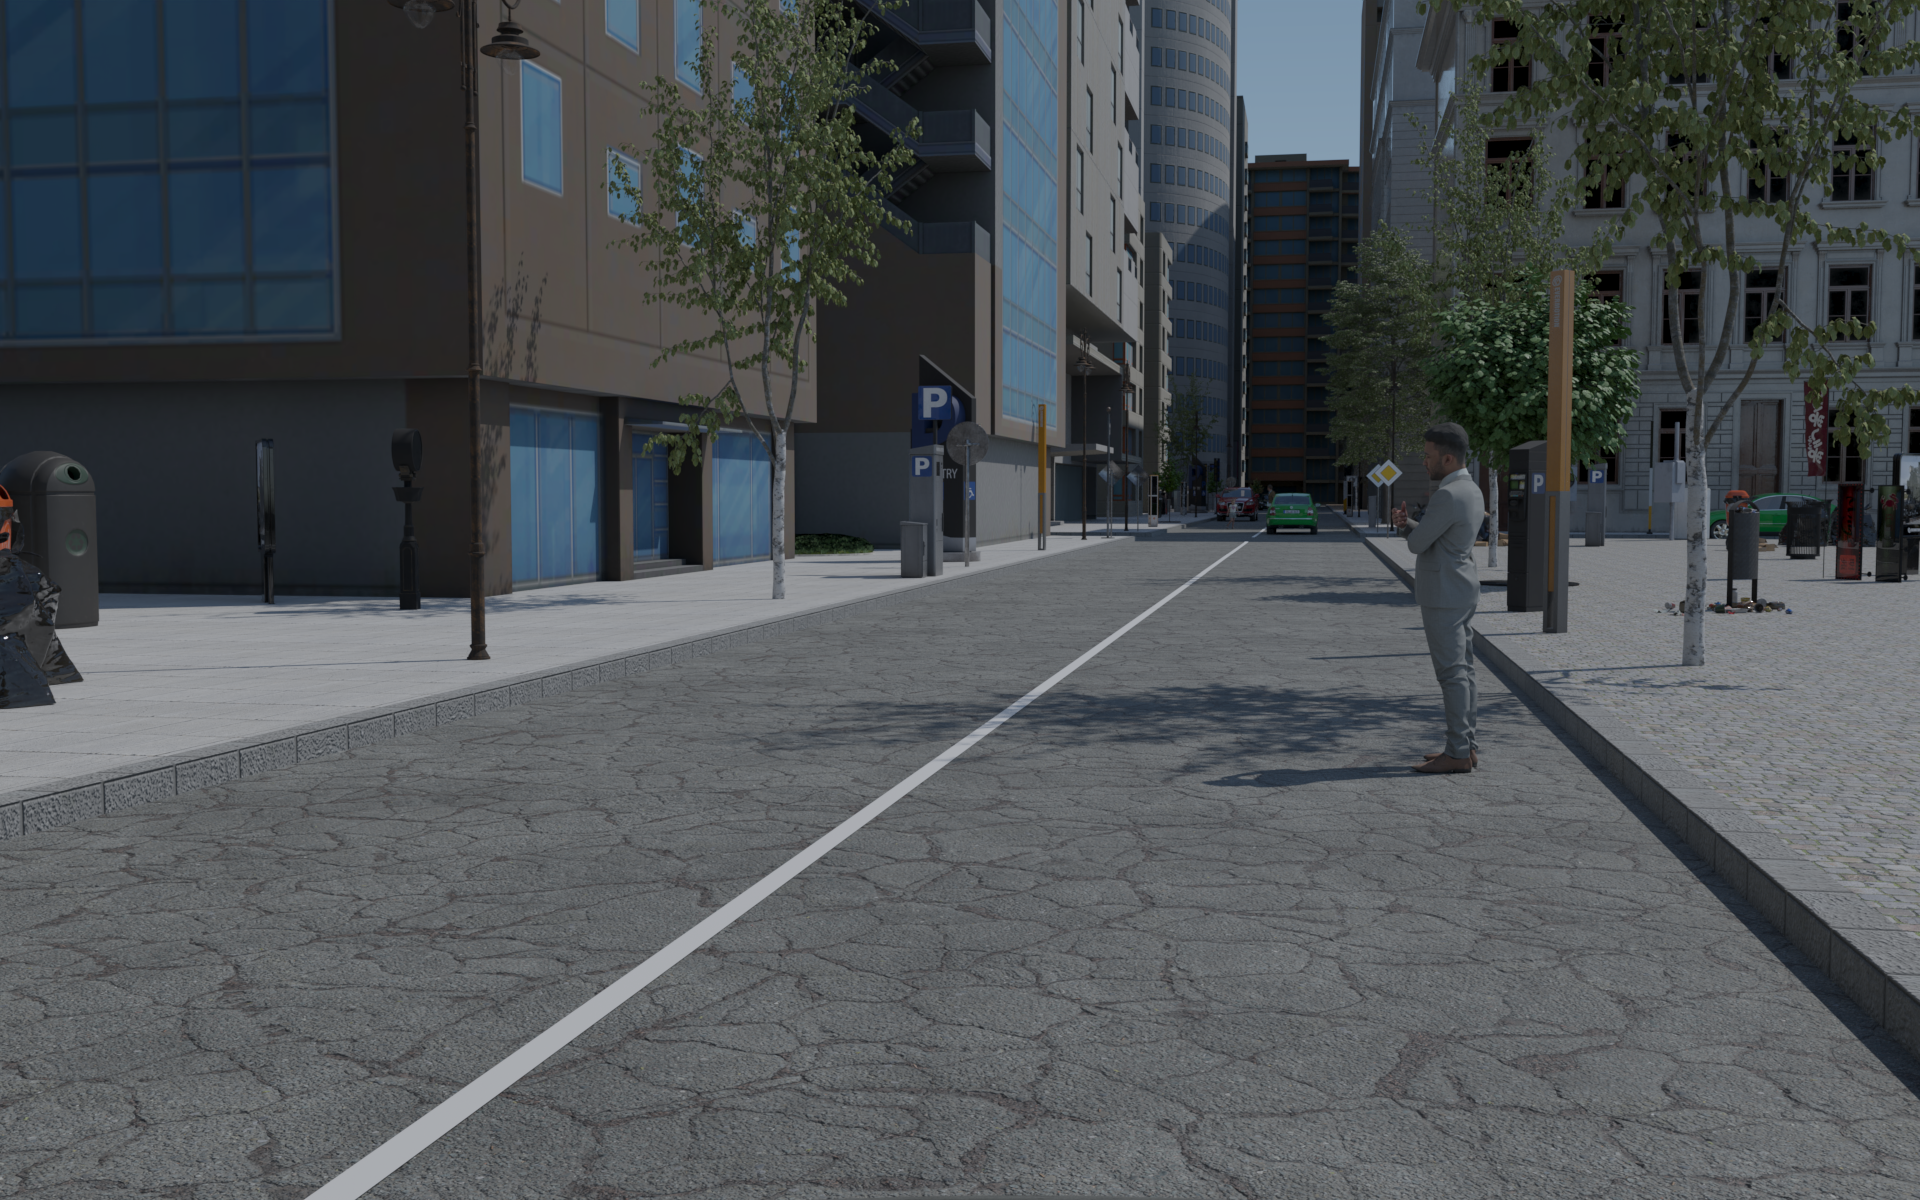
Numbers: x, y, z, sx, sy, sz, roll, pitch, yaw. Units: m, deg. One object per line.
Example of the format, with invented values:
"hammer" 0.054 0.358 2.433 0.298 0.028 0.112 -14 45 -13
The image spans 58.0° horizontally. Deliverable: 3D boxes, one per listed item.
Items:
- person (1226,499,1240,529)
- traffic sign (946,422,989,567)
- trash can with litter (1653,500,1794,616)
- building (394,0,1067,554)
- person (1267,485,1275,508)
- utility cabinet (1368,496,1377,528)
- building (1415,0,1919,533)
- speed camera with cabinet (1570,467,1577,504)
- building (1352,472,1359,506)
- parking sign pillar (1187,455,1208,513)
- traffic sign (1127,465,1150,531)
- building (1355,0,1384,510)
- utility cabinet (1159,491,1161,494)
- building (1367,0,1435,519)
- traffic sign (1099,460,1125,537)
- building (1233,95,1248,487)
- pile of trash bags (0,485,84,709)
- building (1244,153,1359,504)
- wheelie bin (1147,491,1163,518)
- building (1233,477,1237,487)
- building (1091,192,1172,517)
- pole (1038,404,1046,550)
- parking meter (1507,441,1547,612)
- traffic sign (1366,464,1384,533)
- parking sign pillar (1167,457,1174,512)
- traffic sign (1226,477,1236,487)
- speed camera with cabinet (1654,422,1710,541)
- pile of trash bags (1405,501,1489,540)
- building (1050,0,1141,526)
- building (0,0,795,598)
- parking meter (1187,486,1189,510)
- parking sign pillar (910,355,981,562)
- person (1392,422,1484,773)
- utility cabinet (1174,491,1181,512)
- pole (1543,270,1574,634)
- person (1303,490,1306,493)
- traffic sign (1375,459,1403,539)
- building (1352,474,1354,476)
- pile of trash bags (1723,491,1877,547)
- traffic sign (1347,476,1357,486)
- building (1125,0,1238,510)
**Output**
"person" 11.165 -3.503 70.794 0.505 1.210 0.382 -1 4 -16
"traffic sign" 0.123 -1.859 30.501 0.768 2.556 0.104 1 4 12
"trash can with litter" 8.299 -0.489 19.050 2.233 1.210 1.678 -3 4 -36
"building" -5.100 -24.253 46.645 14.200 45.320 14.600 1 4 11
"person" 13.696 -4.141 76.122 0.836 1.842 0.656 -3 5 -39
"utility cabinet" 15.912 -3.407 66.862 0.306 1.237 1.020 1 4 13
"building" 27.126 -13.743 60.855 21.152 22.565 11.583 1 4 11
"speed camera with cabinet" 18.835 -3.771 55.995 2.038 3.252 0.660 1 4 11
"building" 53.646 -46.026 190.771 20.563 71.187 20.611 1 4 11
"parking sign pillar" 15.886 -7.796 115.941 1.447 3.967 1.447 -2 4 -34
"traffic sign" 6.107 -3.408 59.359 0.795 2.450 0.064 1 4 11
"building" 40.687 -30.296 145.443 14.600 45.320 14.200 1 4 11
"utility cabinet" 15.132 -7.641 133.602 1.173 1.500 0.318 -1 4 -18
"building" 28.601 -19.436 95.275 11.434 29.767 29.804 1 4 11
"traffic sign" 4.510 -2.929 51.534 0.795 2.450 0.064 1 4 11
"building" 21.674 -35.116 197.855 21.600 48.544 21.300 1 4 11
"pile of trash bags" -6.823 -0.104 11.459 1.912 1.369 3.447 -1 4 -18
"building" 40.981 -34.956 226.149 28.867 44.769 22.147 1 4 11
"wheelie bin" 10.453 -5.206 93.019 0.693 1.594 0.980 2 4 25
"building" 11.714 -29.599 175.818 32.217 40.220 23.993 1 4 11
"building" -1.382 -16.320 111.867 27.650 21.520 28.899 1 4 11
"pole" 1.867 -2.784 39.366 0.158 3.312 0.155 0 3 0
"parking meter" 6.184 -0.806 18.892 0.399 1.863 0.255 -2 4 -35
"traffic sign" 13.936 -3.309 57.746 0.795 2.450 0.064 1 4 11
"parking sign pillar" 14.930 -8.407 125.922 1.447 3.967 1.447 -1 4 -20
"traffic sign" 20.005 -7.820 127.969 0.768 2.556 0.104 1 4 14
"speed camera with cabinet" 20.185 -3.305 48.375 2.038 3.252 0.660 -3 4 -38
"pile of trash bags" 14.127 -2.313 47.566 3.447 1.369 1.912 -1 4 -9
"building" -6.655 -29.717 75.115 28.713 52.752 27.495 1 4 11
"building" -11.039 -23.099 27.784 14.600 45.320 14.200 1 4 11
"parking meter" 16.572 -7.411 126.888 0.255 1.863 0.399 2 4 28
"parking sign pillar" -0.323 -2.731 33.123 1.447 3.967 1.447 3 4 38
"person" 2.493 -0.023 9.059 0.466 1.800 0.511 1 4 16
"utility cabinet" 15.660 -6.989 122.951 0.318 1.500 1.173 3 5 43
"pole" 5.506 -1.351 15.928 0.158 3.312 0.155 0 3 0
"person" 29.855 -8.658 150.190 0.705 1.807 1.348 1 4 13
"traffic sign" 12.339 -2.831 49.922 0.795 2.450 0.064 1 4 11
"building" 50.250 -33.426 166.129 23.786 49.044 30.456 1 4 11
"pile of trash bags" 20.818 -2.033 42.999 3.447 1.369 1.912 1 4 22
"traffic sign" 22.159 -5.860 97.934 0.606 2.300 0.079 1 4 19
"building" 12.404 -37.089 148.407 21.231 58.520 28.212 1 4 11
